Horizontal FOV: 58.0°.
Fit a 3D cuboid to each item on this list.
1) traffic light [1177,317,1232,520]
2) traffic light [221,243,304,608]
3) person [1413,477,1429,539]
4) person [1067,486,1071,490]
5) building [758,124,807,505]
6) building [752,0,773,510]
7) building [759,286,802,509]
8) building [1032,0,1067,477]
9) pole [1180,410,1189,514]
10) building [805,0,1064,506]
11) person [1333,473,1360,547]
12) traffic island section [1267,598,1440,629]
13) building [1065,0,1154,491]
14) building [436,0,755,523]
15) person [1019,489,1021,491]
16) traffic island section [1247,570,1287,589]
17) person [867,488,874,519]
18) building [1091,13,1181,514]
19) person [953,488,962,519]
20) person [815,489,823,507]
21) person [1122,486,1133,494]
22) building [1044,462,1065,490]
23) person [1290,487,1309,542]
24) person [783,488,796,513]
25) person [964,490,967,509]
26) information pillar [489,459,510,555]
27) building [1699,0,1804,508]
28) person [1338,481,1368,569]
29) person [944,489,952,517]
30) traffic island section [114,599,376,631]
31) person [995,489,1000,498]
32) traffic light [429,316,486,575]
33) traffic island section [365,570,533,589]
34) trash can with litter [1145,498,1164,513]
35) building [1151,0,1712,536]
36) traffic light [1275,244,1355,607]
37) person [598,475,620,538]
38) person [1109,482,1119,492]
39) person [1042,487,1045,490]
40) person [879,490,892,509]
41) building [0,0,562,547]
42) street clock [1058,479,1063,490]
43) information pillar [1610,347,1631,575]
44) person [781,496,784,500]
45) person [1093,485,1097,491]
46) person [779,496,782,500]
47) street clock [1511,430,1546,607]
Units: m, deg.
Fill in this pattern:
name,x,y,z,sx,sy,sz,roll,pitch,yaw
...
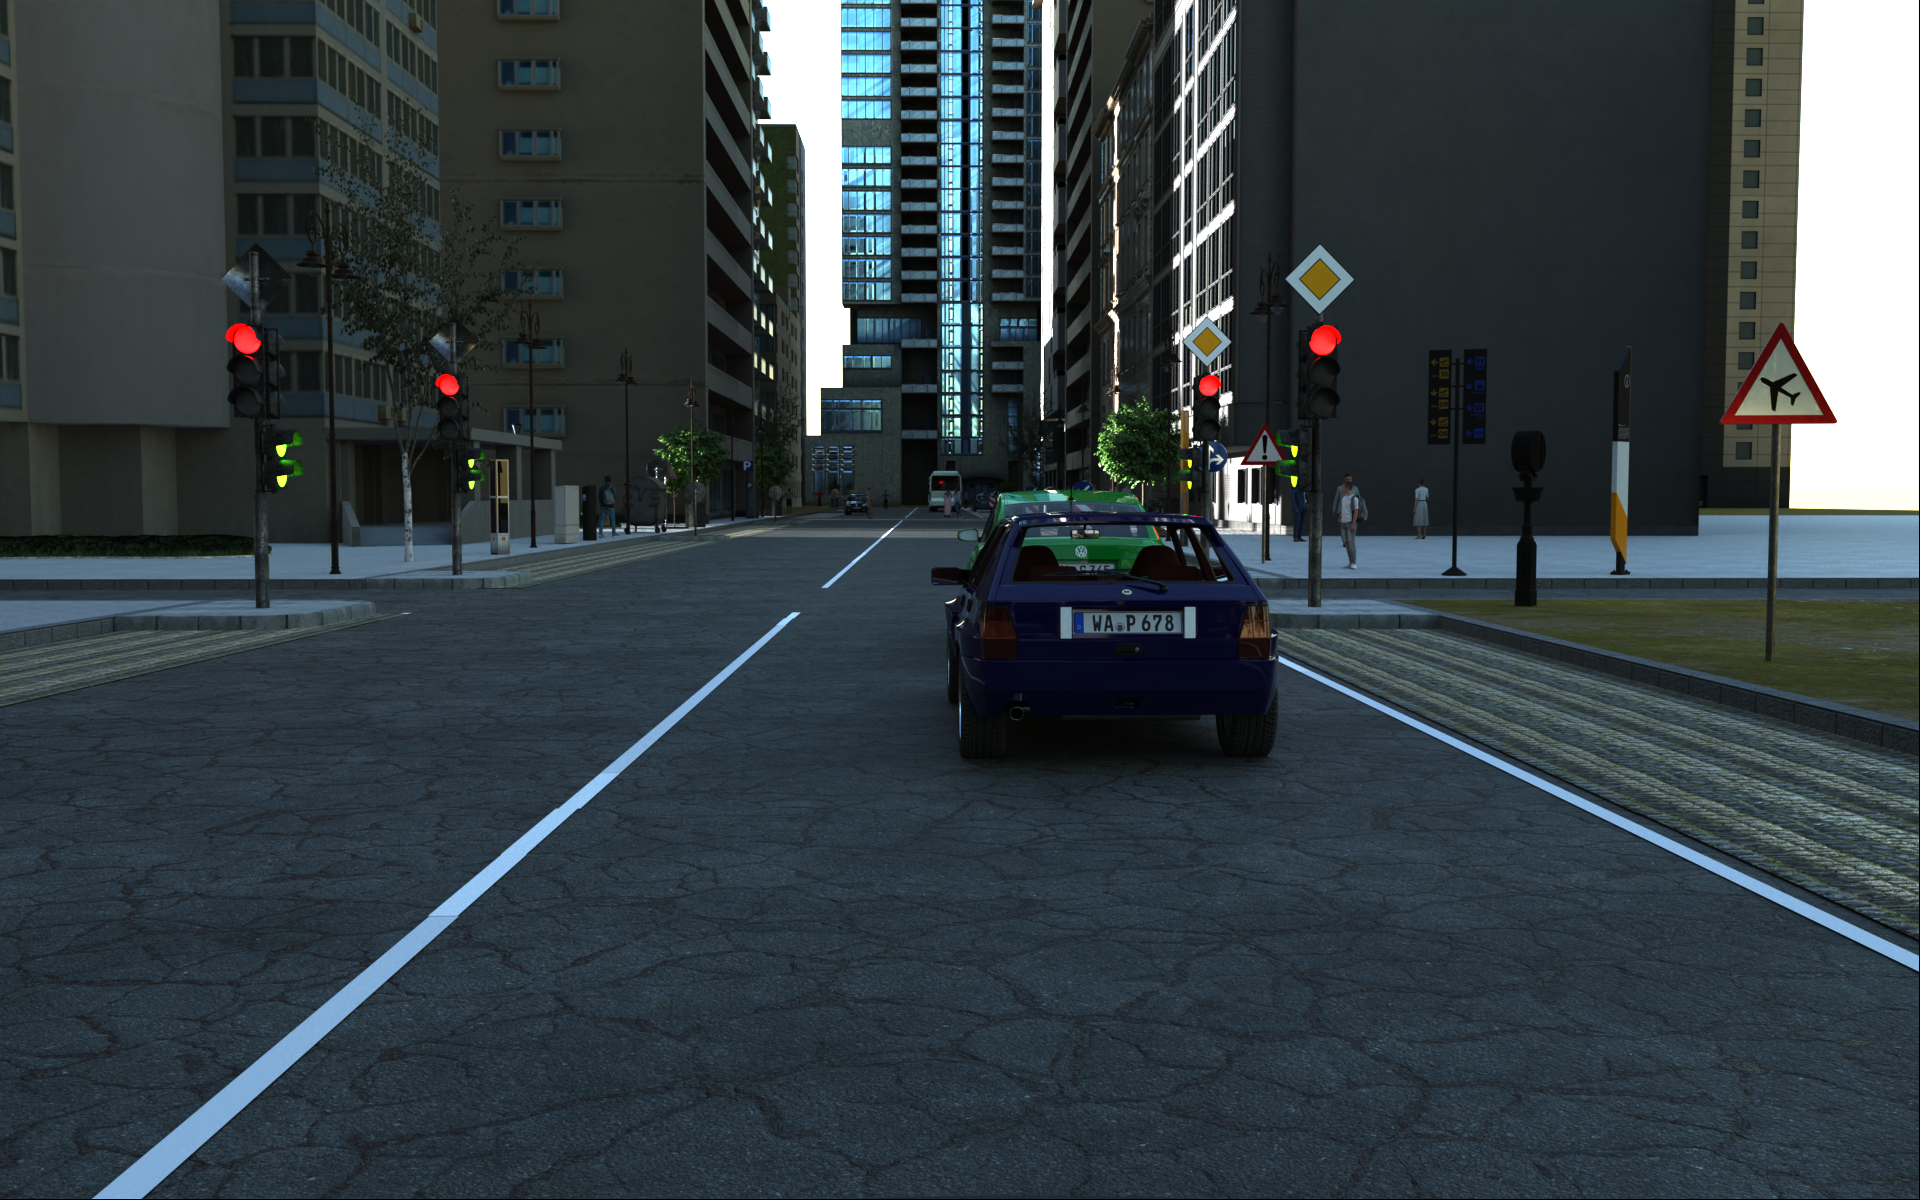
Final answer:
name,x,y,z,sx,sy,sz,roll,pitch,yaw
traffic light,3.894,-2.365,27.587,0.839,4.253,0.868,0,4,-1
traffic light,-7.842,-1.864,19.404,0.839,4.253,0.868,0,4,-1
person,13.074,-2.607,49.240,0.480,1.755,0.524,-2,4,-23
person,5.772,-5.229,92.377,0.563,1.720,0.643,-1,4,-22
building,-24.613,-31.251,194.542,14.086,41.232,14.154,0,4,-1
building,-26.158,-31.319,131.666,23.786,49.044,30.456,0,4,-1
building,-30.380,-19.394,162.124,28.899,21.520,27.650,0,4,-1
building,21.737,-34.959,160.820,28.713,52.752,27.495,0,4,-1
pole,5.481,-2.963,42.289,0.158,3.312,0.155,0,3,0
building,-1.635,-54.174,198.416,31.000,86.520,22.319,0,4,-1
person,9.373,-2.176,41.887,0.678,1.792,0.850,0,4,3
traffic island section,4.058,0.157,19.718,2.009,0.180,2.903,0,4,-1
building,18.497,-30.070,115.343,21.300,48.544,21.600,0,4,-1
building,-22.021,-28.245,85.516,21.300,48.544,21.600,0,4,-1
person,5.436,-9.163,156.418,0.990,1.755,0.434,1,4,14
traffic island section,3.934,-0.332,27.702,2.009,0.180,2.903,0,4,-1
person,-5.205,-5.605,100.485,0.374,1.781,0.599,-1,4,-9
building,14.100,-17.911,90.104,12.463,27.353,25.104,0,4,-1
person,-0.126,-5.529,99.163,0.793,1.790,0.793,3,4,37
person,-14.467,-10.519,177.959,0.705,1.831,1.348,-3,5,-40
person,7.234,-4.173,74.367,0.635,1.810,0.391,3,4,37
building,17.613,-42.687,136.183,20.563,71.187,20.611,0,4,-1
person,9.161,-2.480,46.777,0.419,1.800,0.721,3,5,44
person,-11.716,-6.822,118.363,1.217,1.735,0.721,1,4,23
person,0.539,-9.992,171.848,0.705,1.826,1.348,0,4,-4
information pillar,-9.756,-1.969,36.692,0.304,2.012,0.304,-3,5,-44
building,65.157,-44.479,165.477,20.611,71.187,20.563,0,4,-1
person,6.716,-1.292,29.759,0.503,1.515,0.523,3,5,39
person,-0.743,-6.024,107.653,0.551,1.740,0.621,-1,4,-11
traffic island section,-7.882,0.168,19.538,2.009,0.180,2.903,0,4,-1
person,3.735,-10.236,173.499,1.348,1.812,0.705,-1,4,-23
traffic light,-7.966,-2.353,27.388,0.839,4.253,0.868,0,4,-1
traffic island section,-8.006,-0.321,27.522,2.009,0.180,2.903,0,4,-1
trash can with litter,5.916,-2.466,51.704,0.624,1.170,1.055,-1,4,-16
building,15.464,-16.549,64.087,14.314,27.812,24.014,0,4,-1
traffic light,4.018,-1.877,19.603,0.839,4.253,0.868,0,4,-1
person,-10.290,-2.715,50.423,0.794,1.824,0.713,2,4,33
person,6.571,-4.082,72.979,0.583,1.804,0.606,-3,5,-40
person,6.396,-7.757,132.856,1.348,1.826,0.705,3,5,44
person,-7.067,-9.570,164.955,1.348,1.826,0.705,0,4,6
building,-28.882,-21.852,49.161,32.217,40.220,23.993,0,4,-1
street clock,4.806,-4.800,83.050,0.358,2.002,0.471,0,4,4
information pillar,10.468,-2.207,27.434,0.183,3.616,0.504,3,5,42
person,-11.991,-6.709,116.252,0.721,1.766,1.217,-1,4,-16
person,6.984,-5.046,89.219,0.731,1.740,0.598,2,4,26
person,-11.765,-6.364,111.563,0.593,1.643,0.415,-2,4,-35
street clock,6.489,-0.932,19.809,0.358,2.002,0.471,3,5,40
